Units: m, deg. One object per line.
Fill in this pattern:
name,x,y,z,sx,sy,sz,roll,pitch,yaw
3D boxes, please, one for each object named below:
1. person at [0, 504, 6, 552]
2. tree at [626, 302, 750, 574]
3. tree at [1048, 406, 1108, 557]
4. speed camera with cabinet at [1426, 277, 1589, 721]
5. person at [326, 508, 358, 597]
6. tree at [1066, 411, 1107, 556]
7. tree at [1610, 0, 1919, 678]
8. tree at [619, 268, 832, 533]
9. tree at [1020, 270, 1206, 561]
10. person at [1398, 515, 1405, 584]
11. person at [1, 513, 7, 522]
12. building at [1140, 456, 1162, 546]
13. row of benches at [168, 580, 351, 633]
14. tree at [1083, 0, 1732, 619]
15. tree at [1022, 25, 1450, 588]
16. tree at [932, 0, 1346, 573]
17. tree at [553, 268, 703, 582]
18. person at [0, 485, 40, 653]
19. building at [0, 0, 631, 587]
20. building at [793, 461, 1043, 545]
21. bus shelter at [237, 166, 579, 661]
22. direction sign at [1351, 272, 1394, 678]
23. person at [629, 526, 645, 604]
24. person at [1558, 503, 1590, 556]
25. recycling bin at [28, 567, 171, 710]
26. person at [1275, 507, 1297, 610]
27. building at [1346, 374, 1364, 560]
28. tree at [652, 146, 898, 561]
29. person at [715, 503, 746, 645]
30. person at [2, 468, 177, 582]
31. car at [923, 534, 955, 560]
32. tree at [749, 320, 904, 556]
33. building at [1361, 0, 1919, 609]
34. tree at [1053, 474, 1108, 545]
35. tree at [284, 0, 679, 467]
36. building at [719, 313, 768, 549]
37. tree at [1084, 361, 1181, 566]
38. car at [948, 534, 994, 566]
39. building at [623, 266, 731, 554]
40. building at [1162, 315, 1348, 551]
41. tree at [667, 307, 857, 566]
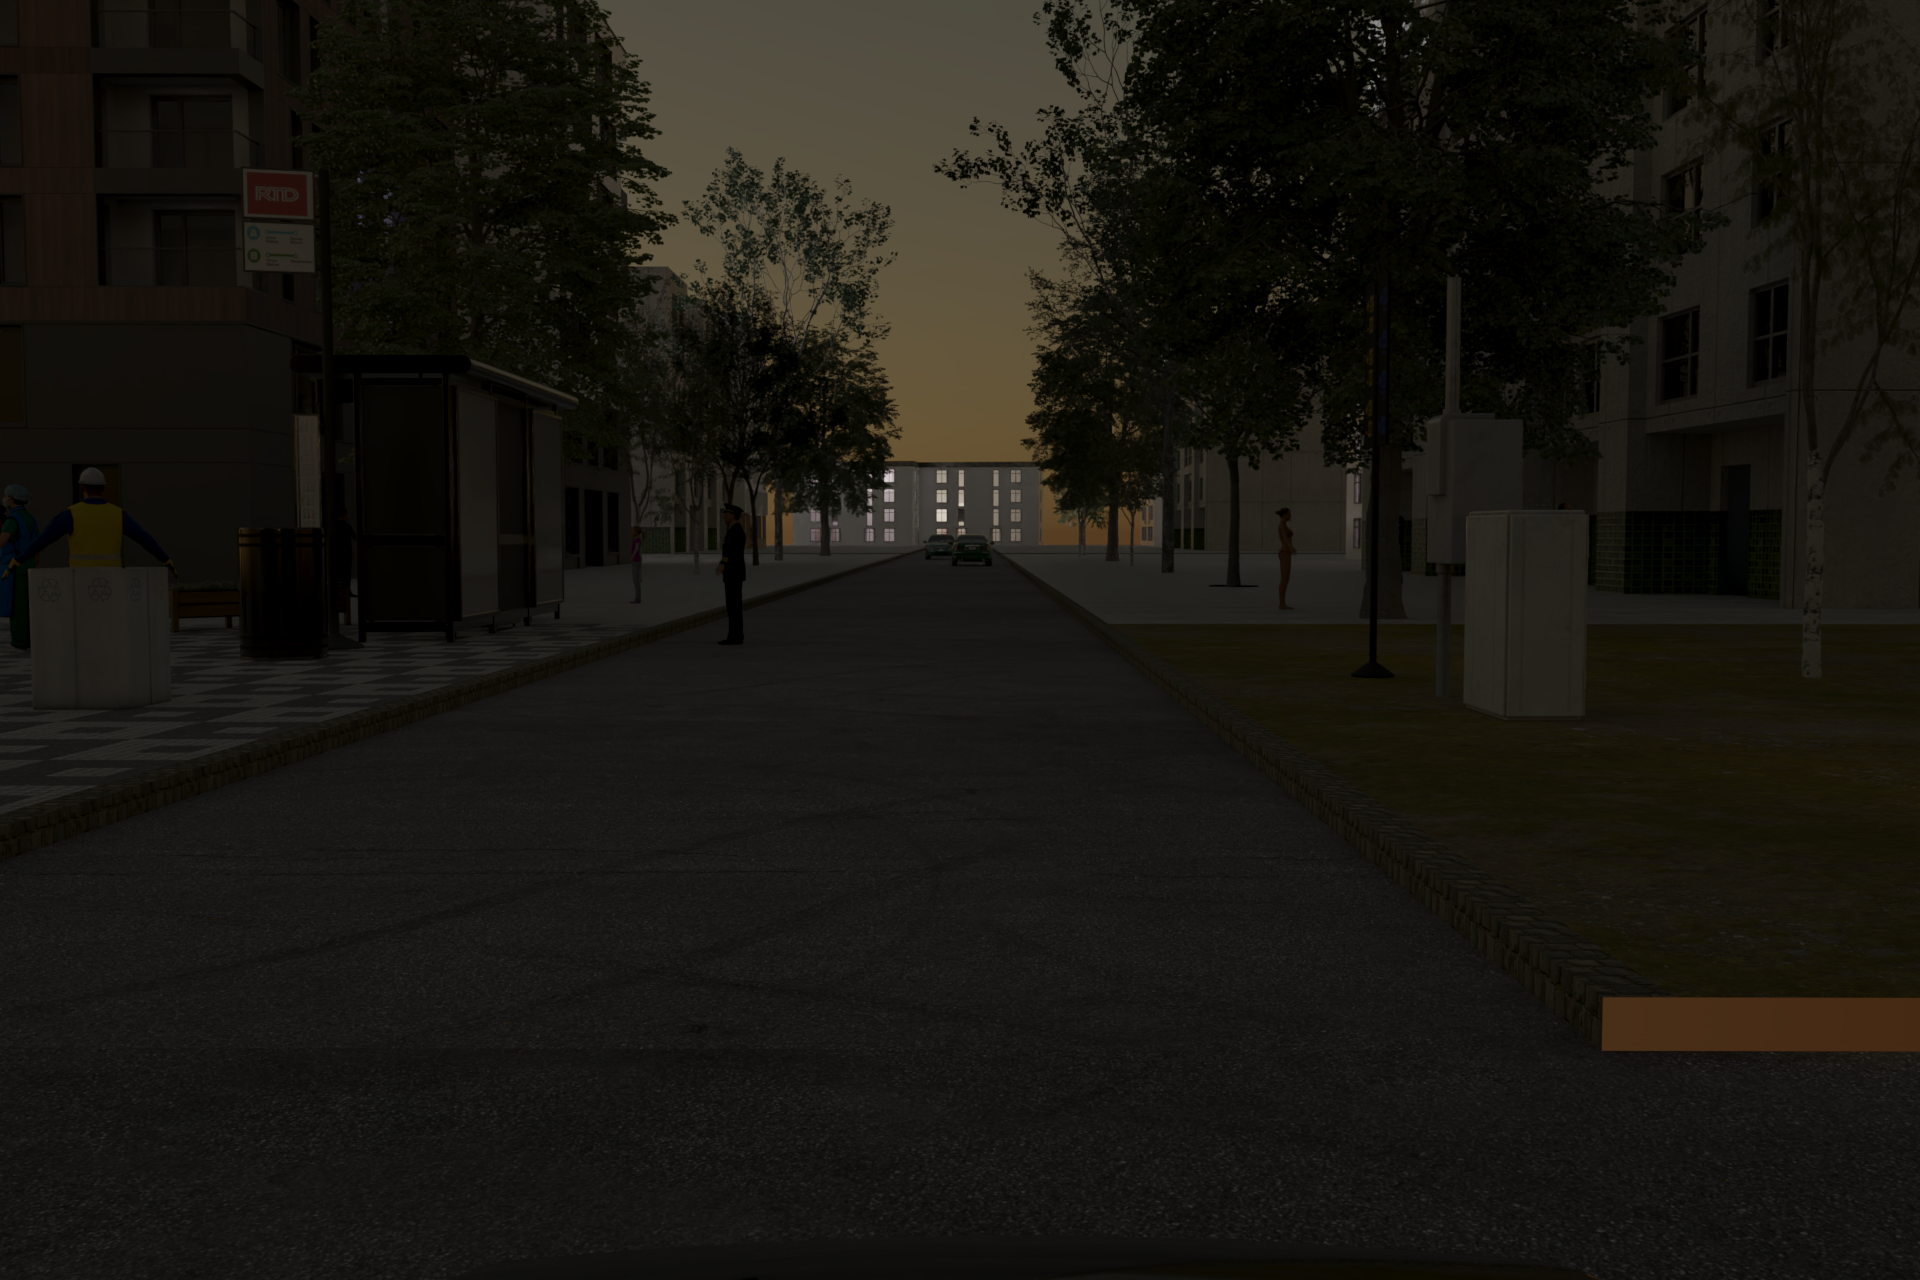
person,-17.561,-1.561,31.671,1.345,1.843,0.704,0,4,6
tree,-8.310,-6.380,54.679,4.360,8.622,3.978,0,3,0
tree,6.864,-8.897,95.825,4.737,8.622,4.395,0,3,0
speed camera with cabinet,4.003,-1.127,12.765,0.660,3.252,2.038,0,4,0
person,-12.454,-1.765,35.085,1.346,1.802,0.704,2,4,33
tree,7.357,-9.314,102.642,4.360,8.622,3.978,0,3,0
tree,7.511,-3.983,15.487,4.360,8.622,3.978,0,3,0
tree,-8.425,-7.795,61.856,8.767,10.594,7.601,1,4,8
tree,7.148,-10.696,81.535,9.857,13.997,8.962,0,3,0
person,10.745,-2.206,42.791,0.721,1.740,1.216,1,4,22
person,-21.444,-2.018,38.781,1.354,1.856,0.705,1,4,14
building,24.595,-14.536,179.815,9.099,9.664,28.070,0,3,0
row of benches,-10.152,-0.462,23.009,1.422,0.672,4.104,3,5,41
tree,6.520,-7.304,26.082,9.857,13.997,8.962,0,3,0
tree,6.624,-8.018,41.469,12.009,13.543,11.850,0,3,0
tree,5.576,-12.346,57.741,12.611,20.169,13.585,0,3,0
tree,-8.512,-5.879,46.482,4.360,8.622,3.978,0,3,0
person,-10.257,-0.776,18.812,0.704,1.817,1.347,0,4,-5
building,-27.899,-13.067,57.623,27.936,21.610,32.646,0,4,-1
building,-4.671,-15.585,199.423,28.070,9.664,9.099,1,4,8
bus shelter,-6.788,-2.697,21.731,2.179,5.291,8.768,0,4,-1
direction sign,3.714,-1.436,15.479,0.379,3.537,0.876,0,4,1
person,-6.034,-1.388,31.956,0.599,1.433,0.991,-1,4,-9
person,10.011,-1.370,28.669,1.348,1.796,0.705,-3,5,-44
recycling bin,-6.422,-0.025,12.959,0.722,1.027,0.722,0,4,2
person,5.610,-1.388,29.492,0.721,1.733,1.217,0,4,6
building,24.229,-8.129,75.049,9.099,9.664,28.070,0,4,0
tree,-8.967,-13.973,84.349,12.611,20.169,13.585,0,3,0
person,-2.972,-0.864,22.523,0.705,1.837,1.347,0,4,0
person,-7.234,-0.520,14.478,1.349,1.833,0.705,-3,5,-39
car,-1.036,-5.301,98.462,2.131,1.459,4.920,0,4,0
tree,-8.010,-11.941,101.882,9.857,13.997,8.962,0,3,0
building,22.496,-10.901,44.695,16.747,18.905,31.486,0,3,0
tree,14.551,-17.326,201.405,7.486,12.596,7.792,0,3,0
tree,-8.732,-6.937,31.544,7.486,12.596,7.792,0,3,0
building,-23.050,-17.898,149.047,16.016,20.090,11.380,0,4,0
tree,6.932,-7.299,69.709,4.360,8.622,3.978,0,3,0
car,0.525,-4.107,78.946,2.131,1.459,4.920,0,4,-1
building,-27.680,-16.144,130.414,16.747,18.905,31.486,0,4,0
building,27.254,-17.166,147.128,16.747,18.905,31.486,0,4,1
tree,-8.250,-8.320,70.444,8.767,10.594,7.601,0,4,4
